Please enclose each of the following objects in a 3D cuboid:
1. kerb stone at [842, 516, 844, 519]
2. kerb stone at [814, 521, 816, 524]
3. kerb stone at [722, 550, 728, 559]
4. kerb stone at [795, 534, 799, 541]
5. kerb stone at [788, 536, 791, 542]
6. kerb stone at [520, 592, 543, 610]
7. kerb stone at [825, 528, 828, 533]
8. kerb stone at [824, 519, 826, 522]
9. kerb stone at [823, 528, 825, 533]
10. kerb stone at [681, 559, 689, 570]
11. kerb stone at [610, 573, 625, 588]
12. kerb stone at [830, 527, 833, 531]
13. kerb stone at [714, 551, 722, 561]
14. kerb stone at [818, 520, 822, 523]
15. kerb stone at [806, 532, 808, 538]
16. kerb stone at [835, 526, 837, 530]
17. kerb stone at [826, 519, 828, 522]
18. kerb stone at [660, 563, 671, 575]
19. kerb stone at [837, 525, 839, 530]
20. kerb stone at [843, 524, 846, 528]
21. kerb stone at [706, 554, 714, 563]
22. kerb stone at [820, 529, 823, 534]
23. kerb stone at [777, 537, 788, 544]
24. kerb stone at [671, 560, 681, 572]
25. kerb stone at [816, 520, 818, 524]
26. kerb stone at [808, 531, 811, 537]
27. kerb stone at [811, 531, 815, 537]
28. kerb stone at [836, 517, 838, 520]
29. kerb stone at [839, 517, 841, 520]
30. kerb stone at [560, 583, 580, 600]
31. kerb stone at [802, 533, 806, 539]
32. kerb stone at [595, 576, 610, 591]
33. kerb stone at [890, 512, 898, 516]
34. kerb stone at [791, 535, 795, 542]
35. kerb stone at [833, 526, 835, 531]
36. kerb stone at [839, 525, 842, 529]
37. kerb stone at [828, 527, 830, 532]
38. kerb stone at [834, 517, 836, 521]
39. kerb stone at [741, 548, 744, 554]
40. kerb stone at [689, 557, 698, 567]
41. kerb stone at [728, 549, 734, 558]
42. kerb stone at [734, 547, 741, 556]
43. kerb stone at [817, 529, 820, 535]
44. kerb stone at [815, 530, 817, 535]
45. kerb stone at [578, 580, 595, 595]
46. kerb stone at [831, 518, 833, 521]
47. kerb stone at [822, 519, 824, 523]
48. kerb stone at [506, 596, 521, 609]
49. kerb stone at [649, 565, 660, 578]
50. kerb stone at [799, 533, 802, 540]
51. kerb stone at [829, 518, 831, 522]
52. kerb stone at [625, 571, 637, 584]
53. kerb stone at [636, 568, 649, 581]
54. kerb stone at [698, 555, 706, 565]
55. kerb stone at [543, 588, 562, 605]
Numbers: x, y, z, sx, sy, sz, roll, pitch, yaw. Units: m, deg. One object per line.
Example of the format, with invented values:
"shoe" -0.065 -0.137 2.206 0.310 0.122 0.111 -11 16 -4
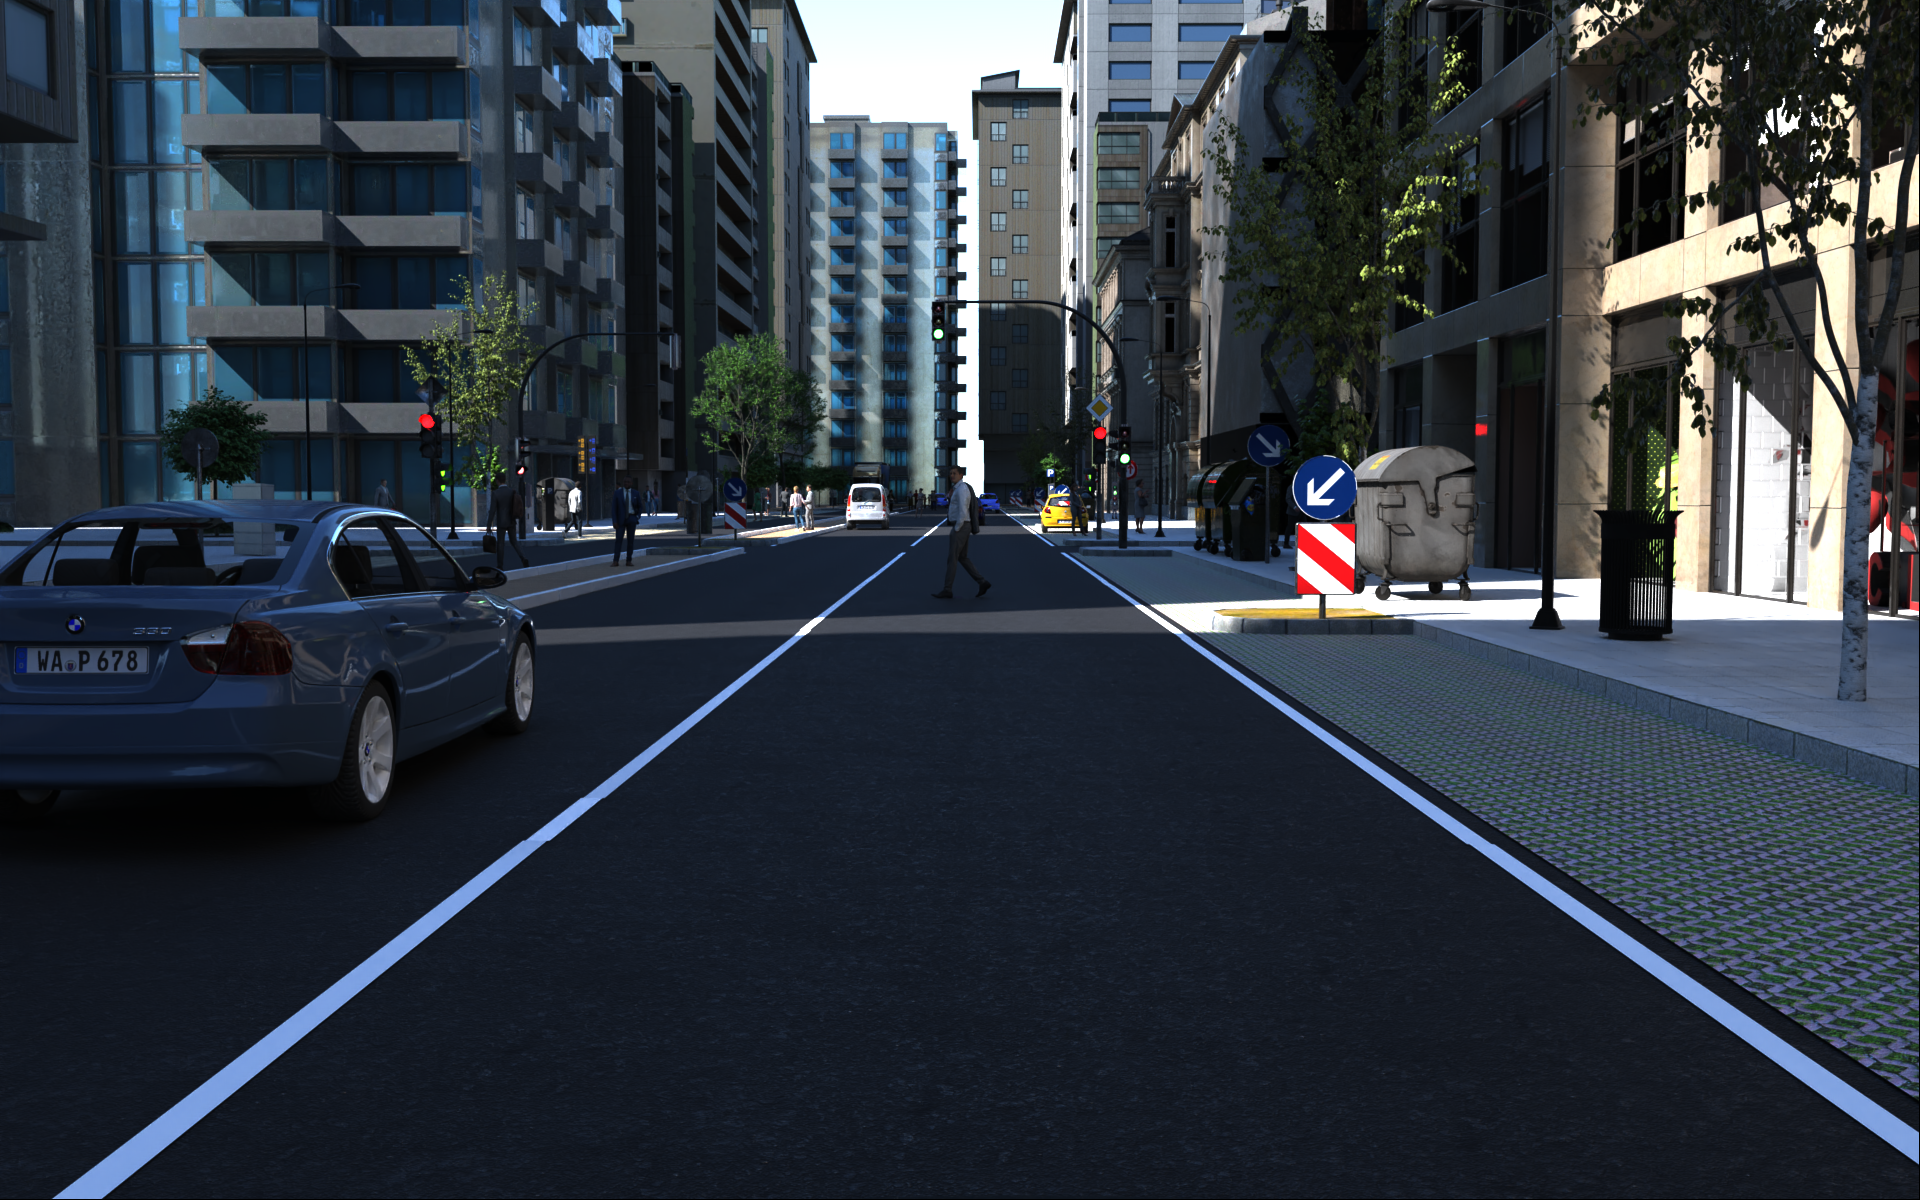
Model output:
"kerb stone" -6.768 -4.587 97.190 0.120 0.150 1.000 0 4 1
"kerb stone" -6.945 -3.584 80.796 0.120 0.150 1.000 0 4 1
"kerb stone" -5.288 -0.970 38.118 0.120 0.150 1.000 0 4 1
"kerb stone" -5.133 -1.886 53.052 0.120 0.150 1.000 0 4 1
"kerb stone" -5.155 -1.762 50.998 0.120 0.150 1.000 0 4 1
"kerb stone" -5.456 0.028 21.734 0.120 0.150 1.000 0 4 1
"kerb stone" -5.024 -2.514 63.296 0.120 0.150 1.000 0 4 1
"kerb stone" -6.884 -3.898 85.920 0.120 0.150 1.000 0 4 1
"kerb stone" -5.031 -2.451 62.262 0.120 0.150 1.000 0 4 1
"kerb stone" -5.348 -0.660 32.992 0.120 0.150 1.000 0 4 1
"kerb stone" -5.405 -0.285 26.861 0.120 0.150 1.000 0 4 1
"kerb stone" -4.999 -2.636 65.341 0.120 0.150 1.000 0 4 1
"kerb stone" -5.289 -0.905 37.090 0.120 0.150 1.000 0 4 1
"kerb stone" -6.909 -3.772 83.866 0.120 0.150 1.000 0 4 1
"kerb stone" -5.102 -2.075 56.123 0.120 0.150 1.000 0 4 1
"kerb stone" -4.977 -2.762 67.385 0.120 0.150 1.000 0 4 1
"kerb stone" -6.869 -3.960 86.943 0.120 0.150 1.000 0 4 1
"kerb stone" -5.367 -0.535 30.948 0.120 0.150 1.000 0 4 1
"kerb stone" -4.965 -2.828 68.425 0.120 0.150 1.000 0 4 1
"kerb stone" -4.926 -3.015 71.492 0.120 0.150 1.000 0 4 1
"kerb stone" -5.314 -0.848 36.066 0.120 0.150 1.000 0 4 1
"kerb stone" -5.037 -2.387 61.238 0.120 0.150 1.000 0 4 1
"kerb stone" -5.164 -1.699 49.976 0.120 0.150 1.000 0 4 1
"kerb stone" -5.348 -0.598 31.970 0.120 0.150 1.000 0 4 1
"kerb stone" -6.920 -3.647 81.821 0.120 0.150 1.000 0 4 1
"kerb stone" -5.095 -2.131 57.145 0.120 0.150 1.000 0 4 1
"kerb stone" -5.075 -2.197 58.167 0.120 0.150 1.000 0 4 1
"kerb stone" -6.807 -4.334 93.092 0.120 0.150 1.000 0 4 1
"kerb stone" -6.788 -4.461 95.144 0.120 0.150 1.000 0 4 1
"kerb stone" -5.433 -0.098 23.794 0.120 0.150 1.000 0 4 1
"kerb stone" -5.105 -2.013 55.100 0.120 0.150 1.000 0 4 1
"kerb stone" -5.419 -0.223 25.839 0.120 0.150 1.000 0 4 1
"kerb stone" -4.459 -5.776 116.639 0.120 0.150 1.000 0 4 1
"kerb stone" -5.147 -1.819 52.027 0.120 0.150 1.000 0 4 1
"kerb stone" -4.994 -2.701 66.363 0.120 0.150 1.000 0 4 1
"kerb stone" -4.950 -2.890 69.448 0.120 0.150 1.000 0 4 1
"kerb stone" -5.010 -2.572 64.318 0.120 0.150 1.000 0 4 1
"kerb stone" -6.817 -4.274 92.069 0.120 0.150 1.000 0 4 1
"kerb stone" -5.259 -1.158 41.197 0.120 0.150 1.000 0 4 1
"kerb stone" -5.337 -0.723 34.015 0.120 0.150 1.000 0 4 1
"kerb stone" -5.284 -1.036 39.139 0.120 0.150 1.000 0 4 1
"kerb stone" -5.270 -1.098 40.172 0.120 0.150 1.000 0 4 1
"kerb stone" -5.059 -2.325 60.216 0.120 0.150 1.000 0 4 1
"kerb stone" -5.071 -2.263 59.189 0.120 0.150 1.000 0 4 1
"kerb stone" -5.431 -0.159 24.816 0.120 0.150 1.000 0 4 1
"kerb stone" -6.841 -4.148 90.020 0.120 0.150 1.000 0 4 1
"kerb stone" -6.896 -3.834 84.894 0.120 0.150 1.000 0 4 1
"kerb stone" -5.468 0.092 20.711 0.120 0.150 1.000 0 4 1
"kerb stone" -5.373 -0.473 29.926 0.120 0.150 1.000 0 4 1
"kerb stone" -5.125 -1.950 54.078 0.120 0.150 1.000 0 4 1
"kerb stone" -6.852 -4.073 88.990 0.120 0.150 1.000 0 4 1
"kerb stone" -5.395 -0.342 27.883 0.120 0.150 1.000 0 4 1
"kerb stone" -5.386 -0.409 28.905 0.120 0.150 1.000 0 4 1
"kerb stone" -5.322 -0.786 35.040 0.120 0.150 1.000 0 4 1
"kerb stone" -5.449 -0.032 22.765 0.120 0.150 1.000 0 4 1
